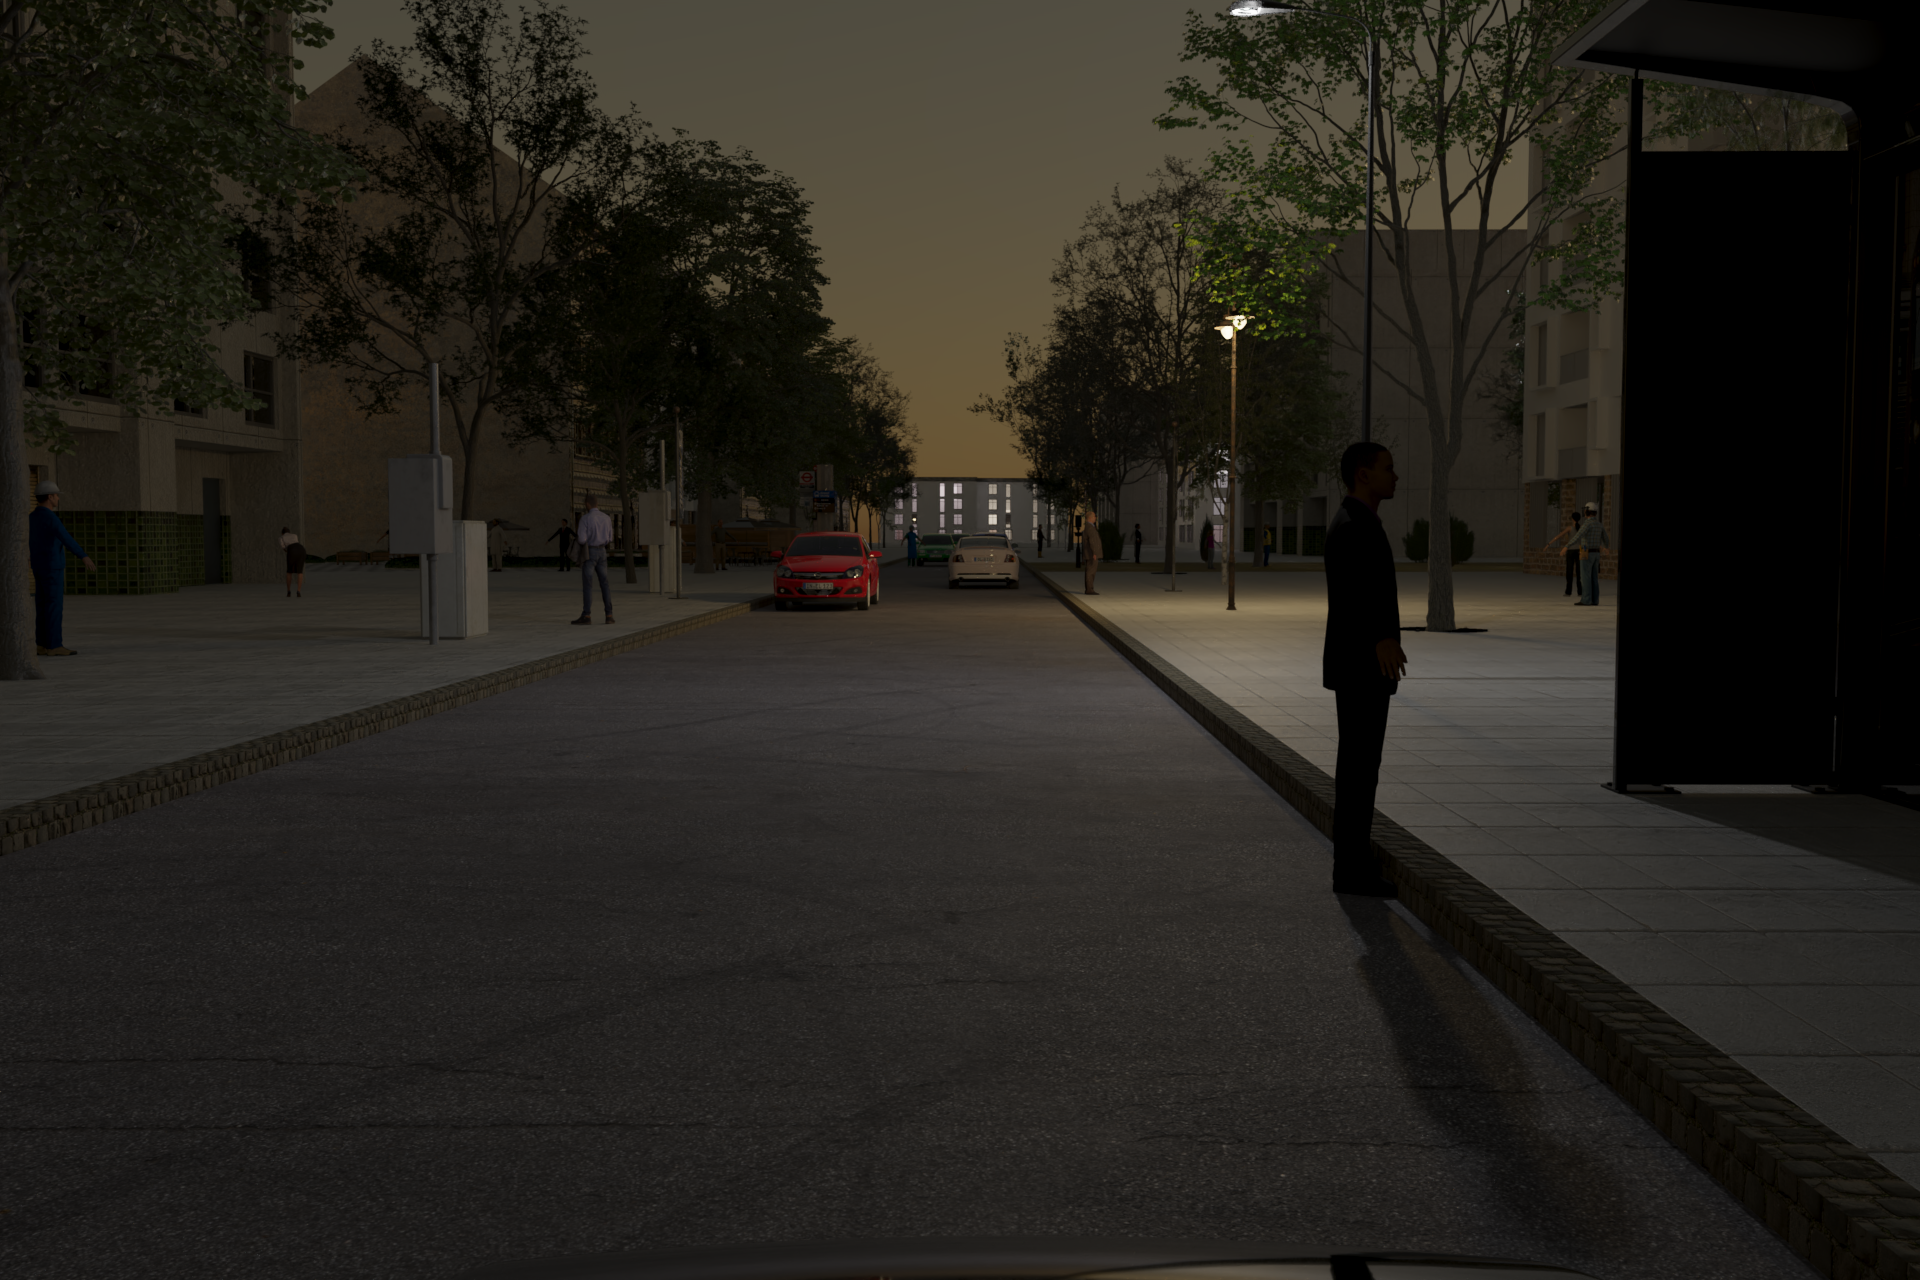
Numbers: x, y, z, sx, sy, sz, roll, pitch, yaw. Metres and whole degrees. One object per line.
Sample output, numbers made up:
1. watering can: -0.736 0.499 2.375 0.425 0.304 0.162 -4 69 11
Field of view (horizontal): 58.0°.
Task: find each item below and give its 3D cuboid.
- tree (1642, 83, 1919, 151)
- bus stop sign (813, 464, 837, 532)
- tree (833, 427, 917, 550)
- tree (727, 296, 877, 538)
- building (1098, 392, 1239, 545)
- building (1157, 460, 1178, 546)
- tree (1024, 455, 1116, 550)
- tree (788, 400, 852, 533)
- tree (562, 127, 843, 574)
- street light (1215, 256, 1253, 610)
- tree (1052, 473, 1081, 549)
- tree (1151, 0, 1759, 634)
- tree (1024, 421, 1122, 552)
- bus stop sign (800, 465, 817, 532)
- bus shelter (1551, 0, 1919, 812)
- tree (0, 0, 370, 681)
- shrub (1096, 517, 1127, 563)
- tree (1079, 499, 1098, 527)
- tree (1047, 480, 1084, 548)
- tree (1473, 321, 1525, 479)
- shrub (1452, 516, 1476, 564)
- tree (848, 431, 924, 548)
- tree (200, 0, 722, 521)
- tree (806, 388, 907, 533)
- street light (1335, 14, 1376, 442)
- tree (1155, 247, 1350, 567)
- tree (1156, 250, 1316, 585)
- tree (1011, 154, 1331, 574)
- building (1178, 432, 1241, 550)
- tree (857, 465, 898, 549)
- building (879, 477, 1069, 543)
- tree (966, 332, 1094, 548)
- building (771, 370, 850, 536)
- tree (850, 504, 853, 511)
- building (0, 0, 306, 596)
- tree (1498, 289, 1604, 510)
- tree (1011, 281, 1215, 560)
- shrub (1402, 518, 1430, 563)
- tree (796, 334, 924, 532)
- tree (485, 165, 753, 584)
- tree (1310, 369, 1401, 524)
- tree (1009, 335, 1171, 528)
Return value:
1. tree: 6.330 -3.752 11.705 4.360 8.622 3.978 0 3 0
2. bus stop sign: -5.121 -4.695 65.777 0.837 3.901 0.837 0 4 2
3. tree: -7.034 -12.554 139.666 8.767 10.594 7.601 2 4 27
4. tree: -7.813 -10.034 82.186 7.486 12.596 7.792 0 3 0
5. building: 27.039 -21.740 221.910 16.747 18.905 31.486 0 4 1
6. building: 27.297 -14.977 187.013 9.099 9.664 28.070 0 4 0
7. tree: 8.710 -12.372 136.694 8.767 10.594 7.601 2 4 28
8. tree: -7.680 -8.523 89.706 4.737 8.622 4.395 0 3 0
9. tree: -8.286 -9.149 56.249 9.857 13.997 8.962 0 3 0
10. street light: 4.586 -3.443 29.088 0.468 5.910 1.993 0 4 1
11. tree: 8.992 -11.872 144.475 4.737 8.622 4.395 0 3 0
12. tree: 6.366 -5.926 22.639 9.928 11.665 9.643 0 3 0
13. tree: 8.122 -11.562 123.443 7.601 10.594 8.767 -1 4 -12
14. bus stop sign: -5.785 -4.800 67.181 0.855 3.939 0.416 0 4 1
15. bus shelter: 3.713 -0.870 5.508 1.731 3.624 6.357 0 4 1
16. tree: -8.452 -5.897 14.547 7.486 12.596 7.792 0 3 0
17. shrub: 6.626 -4.490 77.834 1.690 2.028 1.600 0 3 0
18. tree: 21.043 -20.334 250.581 7.486 12.596 7.792 0 3 0
19. tree: 8.809 -12.434 153.654 4.737 8.622 4.395 0 3 0
20. tree: 28.171 -10.224 77.538 12.009 13.543 11.850 0 3 0
21. shrub: 21.133 -4.268 73.816 1.661 2.075 1.752 0 3 0
22. tree: -7.124 -13.641 157.436 8.767 10.594 7.601 2 4 30
23. tree: -8.369 -5.776 28.857 8.767 10.594 7.601 -1 4 -13
24. tree: -7.556 -12.117 123.864 9.928 11.665 9.643 0 3 0
25. street light: 4.120 -2.608 15.175 1.470 5.913 1.316 0 4 1
26. tree: 11.541 -9.151 67.743 7.486 12.596 7.792 0 3 0
27. tree: 6.512 -5.668 43.039 4.360 8.622 3.978 0 3 0
28. tree: 6.833 -8.867 55.349 12.009 13.543 11.850 0 3 0
29. building: 23.636 -12.178 141.255 9.099 9.664 28.070 0 4 1
30. tree: -6.985 -12.160 149.173 4.737 8.622 4.395 0 3 0
31. building: 2.072 -18.956 254.540 28.070 9.664 9.099 0 4 -4
32. tree: 7.067 -18.827 163.707 12.611 20.169 13.585 0 3 0
33. building: -22.004 -21.909 189.138 19.493 23.208 18.063 0 4 1
34. tree: -16.741 -18.601 254.492 4.360 8.622 3.978 0 3 0
35. building: -25.486 -9.938 28.944 16.747 18.905 31.486 0 3 0
36. tree: 25.561 -9.782 66.585 9.857 13.997 8.962 0 3 0
37. tree: 7.689 -10.701 85.337 12.009 13.543 11.850 0 3 0
38. shrub: 20.610 -4.486 77.396 1.661 2.075 1.752 0 3 0
39. tree: -7.288 -11.990 106.414 12.009 13.543 11.850 0 3 0
40. tree: -8.871 -6.740 44.619 7.601 10.594 8.767 0 4 -7
41. tree: 17.157 -7.759 77.221 4.360 8.622 3.978 0 3 0
42. tree: 7.656 -11.528 98.858 12.009 13.543 11.850 0 3 0
